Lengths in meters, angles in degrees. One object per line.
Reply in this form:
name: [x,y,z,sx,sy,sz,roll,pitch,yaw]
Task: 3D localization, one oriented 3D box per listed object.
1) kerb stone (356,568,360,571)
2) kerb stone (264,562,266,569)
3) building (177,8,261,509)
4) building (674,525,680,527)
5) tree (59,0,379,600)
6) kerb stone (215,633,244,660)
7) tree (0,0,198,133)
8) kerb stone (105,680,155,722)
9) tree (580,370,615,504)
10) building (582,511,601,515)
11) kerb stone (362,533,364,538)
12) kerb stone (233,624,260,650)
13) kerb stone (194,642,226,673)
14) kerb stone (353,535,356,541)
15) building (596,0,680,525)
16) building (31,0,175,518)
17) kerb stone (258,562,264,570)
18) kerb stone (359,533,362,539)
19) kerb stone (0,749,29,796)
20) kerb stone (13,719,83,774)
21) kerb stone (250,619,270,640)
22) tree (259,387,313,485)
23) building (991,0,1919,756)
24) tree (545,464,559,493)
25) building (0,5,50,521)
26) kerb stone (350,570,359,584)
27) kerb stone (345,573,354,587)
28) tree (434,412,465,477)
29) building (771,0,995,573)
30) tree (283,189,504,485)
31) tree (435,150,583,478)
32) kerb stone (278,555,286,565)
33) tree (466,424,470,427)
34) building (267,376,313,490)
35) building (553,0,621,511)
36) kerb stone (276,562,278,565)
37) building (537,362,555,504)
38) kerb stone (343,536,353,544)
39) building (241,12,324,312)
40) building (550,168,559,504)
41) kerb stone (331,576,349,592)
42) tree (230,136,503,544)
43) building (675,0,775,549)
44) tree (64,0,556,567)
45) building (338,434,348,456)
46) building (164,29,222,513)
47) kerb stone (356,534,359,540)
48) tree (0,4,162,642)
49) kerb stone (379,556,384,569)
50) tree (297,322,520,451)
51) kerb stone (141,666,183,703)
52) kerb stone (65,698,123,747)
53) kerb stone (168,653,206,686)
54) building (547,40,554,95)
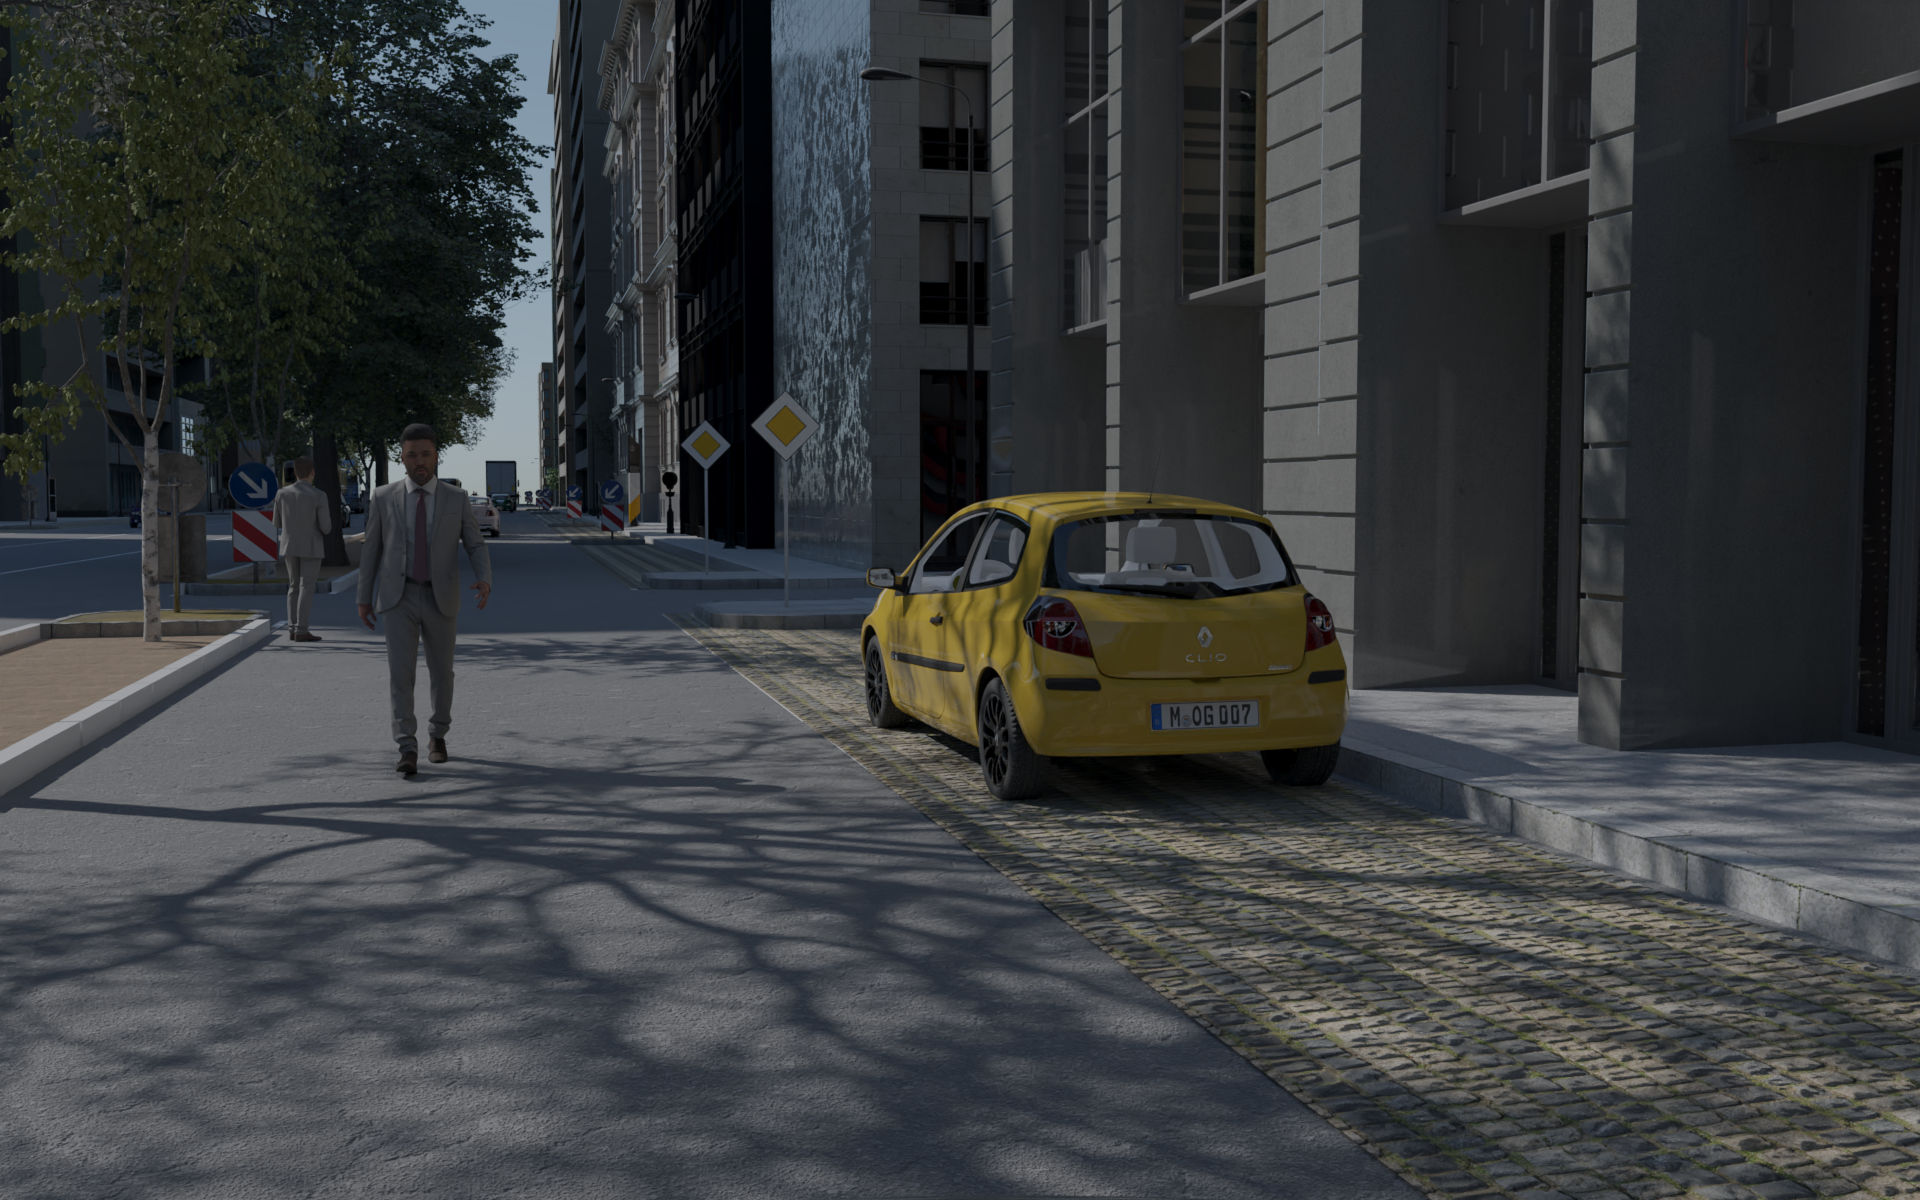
kerb stone: [-9.997,-0.395,28.659,0.120,0.150,1.000,-1,4,-15]
kerb stone: [-13.314,-0.663,33.040,0.120,0.150,1.000,-1,4,-15]
building: [-69.276,-30.566,149.862,14.600,45.320,14.200,-1,4,-15]
building: [-4.752,-17.158,67.930,14.401,28.519,23.554,-1,4,-15]
tree: [-10.737,-4.518,26.693,4.737,8.622,4.395,0,3,0]
kerb stone: [-6.464,0.426,15.234,0.120,0.150,1.000,-1,4,-15]
tree: [-6.118,-5.837,8.266,12.009,13.543,11.850,0,3,0]
kerb stone: [-5.416,0.669,11.265,0.120,0.150,1.000,-1,4,-15]
tree: [-20.775,-9.402,104.080,4.360,8.622,3.978,0,3,0]
building: [-15.278,-30.248,118.250,21.300,48.544,21.600,-1,4,-15]
kerb stone: [-19.053,-1.993,54.848,0.120,0.150,1.000,-1,4,-15]
kerb stone: [-6.721,0.365,16.227,0.120,0.150,1.000,-1,4,-15]
kerb stone: [-6.197,0.487,14.234,0.120,0.150,1.000,-1,4,-15]
kerb stone: [-18.270,-1.815,51.872,0.120,0.150,1.000,-1,4,-15]
building: [-11.302,-18.543,90.568,14.401,28.519,23.554,-1,4,-15]
building: [-59.838,-29.203,101.165,21.300,48.544,21.600,-1,4,-15]
kerb stone: [-13.057,-0.602,32.046,0.120,0.150,1.000,-1,4,-15]
kerb stone: [-18.791,-1.936,53.860,0.120,0.150,1.000,-1,4,-15]
kerb stone: [-4.632,0.850,8.293,0.120,0.150,1.000,-1,4,-15]
kerb stone: [-4.898,0.792,9.281,0.120,0.150,1.000,-1,4,-15]
kerb stone: [-6.990,0.305,17.214,0.120,0.150,1.000,-1,4,-15]
tree: [-66.038,-15.215,165.776,9.611,12.733,9.660,0,3,0]
building: [9.311,-14.012,6.583,11.434,29.767,29.804,-1,4,-15]
tree: [-42.121,-12.168,182.660,4.285,4.588,4.351,0,3,0]
building: [-50.278,-18.667,76.899,14.160,30.474,14.107,-1,4,-15]
kerb stone: [-9.730,-0.335,27.672,0.120,0.150,1.000,-1,4,-15]
kerb stone: [-9.480,-0.274,26.681,0.120,0.150,1.000,-1,4,-15]
tree: [-14.416,-5.445,41.845,4.737,8.622,4.395,0,3,0]
building: [5.384,-11.001,34.618,16.860,20.320,10.420,-1,4,-15]
tree: [-19.277,-8.402,57.951,7.486,12.596,7.792,0,3,0]
tree: [-27.002,-14.328,92.614,12.611,20.169,13.585,0,3,0]
kerb stone: [-14.100,-0.845,36.012,0.120,0.150,1.000,-1,4,-15]
tree: [-24.264,-7.746,79.471,4.737,8.622,4.395,0,3,0]
building: [-84.790,-20.811,185.296,27.650,21.520,28.899,-1,4,-15]
building: [-27.434,-33.152,165.729,21.300,48.544,21.600,-1,4,-15]
kerb stone: [-13.580,-0.724,34.031,0.120,0.150,1.000,-1,4,-15]
building: [-44.988,-24.416,244.248,27.650,21.520,28.899,-1,4,-15]
kerb stone: [-18.009,-1.754,50.873,0.120,0.150,1.000,-1,4,-15]
building: [-89.511,-41.017,212.621,21.231,58.520,28.212,-1,4,-15]
building: [-44.920,-32.883,221.232,14.154,41.232,14.086,-1,4,-15]
kerb stone: [-9.211,-0.214,25.692,0.120,0.150,1.000,-1,4,-15]
tree: [-16.581,-7.392,49.076,9.928,11.665,9.643,0,3,0]
building: [-1.016,-13.396,48.695,12.332,23.373,15.834,-1,4,-15]
tree: [-12.397,-7.622,33.728,9.857,13.997,8.962,0,3,0]
building: [-90.786,-28.335,234.979,14.160,30.474,14.107,-1,4,-15]
building: [-66.774,-49.704,125.328,22.319,86.520,31.000,-1,4,-15]
kerb stone: [-18.531,-1.876,52.865,0.120,0.150,1.000,-1,4,-15]
tree: [-7.900,-3.907,16.692,4.737,8.622,4.395,0,3,0]
kerb stone: [-11.565,-0.759,34.611,0.120,0.150,1.000,-1,4,-15]
tree: [-23.072,-8.320,72.901,8.767,10.594,7.601,-1,4,-15]
kerb stone: [-5.677,0.609,12.256,0.120,0.150,1.000,-1,4,-15]
kerb stone: [-5.151,0.730,10.271,0.120,0.150,1.000,-1,4,-15]
kerb stone: [-5.938,0.547,13.245,0.120,0.150,1.000,-1,4,-15]
building: [-32.689,-37.459,201.690,28.713,52.752,27.495,-1,4,-15]
